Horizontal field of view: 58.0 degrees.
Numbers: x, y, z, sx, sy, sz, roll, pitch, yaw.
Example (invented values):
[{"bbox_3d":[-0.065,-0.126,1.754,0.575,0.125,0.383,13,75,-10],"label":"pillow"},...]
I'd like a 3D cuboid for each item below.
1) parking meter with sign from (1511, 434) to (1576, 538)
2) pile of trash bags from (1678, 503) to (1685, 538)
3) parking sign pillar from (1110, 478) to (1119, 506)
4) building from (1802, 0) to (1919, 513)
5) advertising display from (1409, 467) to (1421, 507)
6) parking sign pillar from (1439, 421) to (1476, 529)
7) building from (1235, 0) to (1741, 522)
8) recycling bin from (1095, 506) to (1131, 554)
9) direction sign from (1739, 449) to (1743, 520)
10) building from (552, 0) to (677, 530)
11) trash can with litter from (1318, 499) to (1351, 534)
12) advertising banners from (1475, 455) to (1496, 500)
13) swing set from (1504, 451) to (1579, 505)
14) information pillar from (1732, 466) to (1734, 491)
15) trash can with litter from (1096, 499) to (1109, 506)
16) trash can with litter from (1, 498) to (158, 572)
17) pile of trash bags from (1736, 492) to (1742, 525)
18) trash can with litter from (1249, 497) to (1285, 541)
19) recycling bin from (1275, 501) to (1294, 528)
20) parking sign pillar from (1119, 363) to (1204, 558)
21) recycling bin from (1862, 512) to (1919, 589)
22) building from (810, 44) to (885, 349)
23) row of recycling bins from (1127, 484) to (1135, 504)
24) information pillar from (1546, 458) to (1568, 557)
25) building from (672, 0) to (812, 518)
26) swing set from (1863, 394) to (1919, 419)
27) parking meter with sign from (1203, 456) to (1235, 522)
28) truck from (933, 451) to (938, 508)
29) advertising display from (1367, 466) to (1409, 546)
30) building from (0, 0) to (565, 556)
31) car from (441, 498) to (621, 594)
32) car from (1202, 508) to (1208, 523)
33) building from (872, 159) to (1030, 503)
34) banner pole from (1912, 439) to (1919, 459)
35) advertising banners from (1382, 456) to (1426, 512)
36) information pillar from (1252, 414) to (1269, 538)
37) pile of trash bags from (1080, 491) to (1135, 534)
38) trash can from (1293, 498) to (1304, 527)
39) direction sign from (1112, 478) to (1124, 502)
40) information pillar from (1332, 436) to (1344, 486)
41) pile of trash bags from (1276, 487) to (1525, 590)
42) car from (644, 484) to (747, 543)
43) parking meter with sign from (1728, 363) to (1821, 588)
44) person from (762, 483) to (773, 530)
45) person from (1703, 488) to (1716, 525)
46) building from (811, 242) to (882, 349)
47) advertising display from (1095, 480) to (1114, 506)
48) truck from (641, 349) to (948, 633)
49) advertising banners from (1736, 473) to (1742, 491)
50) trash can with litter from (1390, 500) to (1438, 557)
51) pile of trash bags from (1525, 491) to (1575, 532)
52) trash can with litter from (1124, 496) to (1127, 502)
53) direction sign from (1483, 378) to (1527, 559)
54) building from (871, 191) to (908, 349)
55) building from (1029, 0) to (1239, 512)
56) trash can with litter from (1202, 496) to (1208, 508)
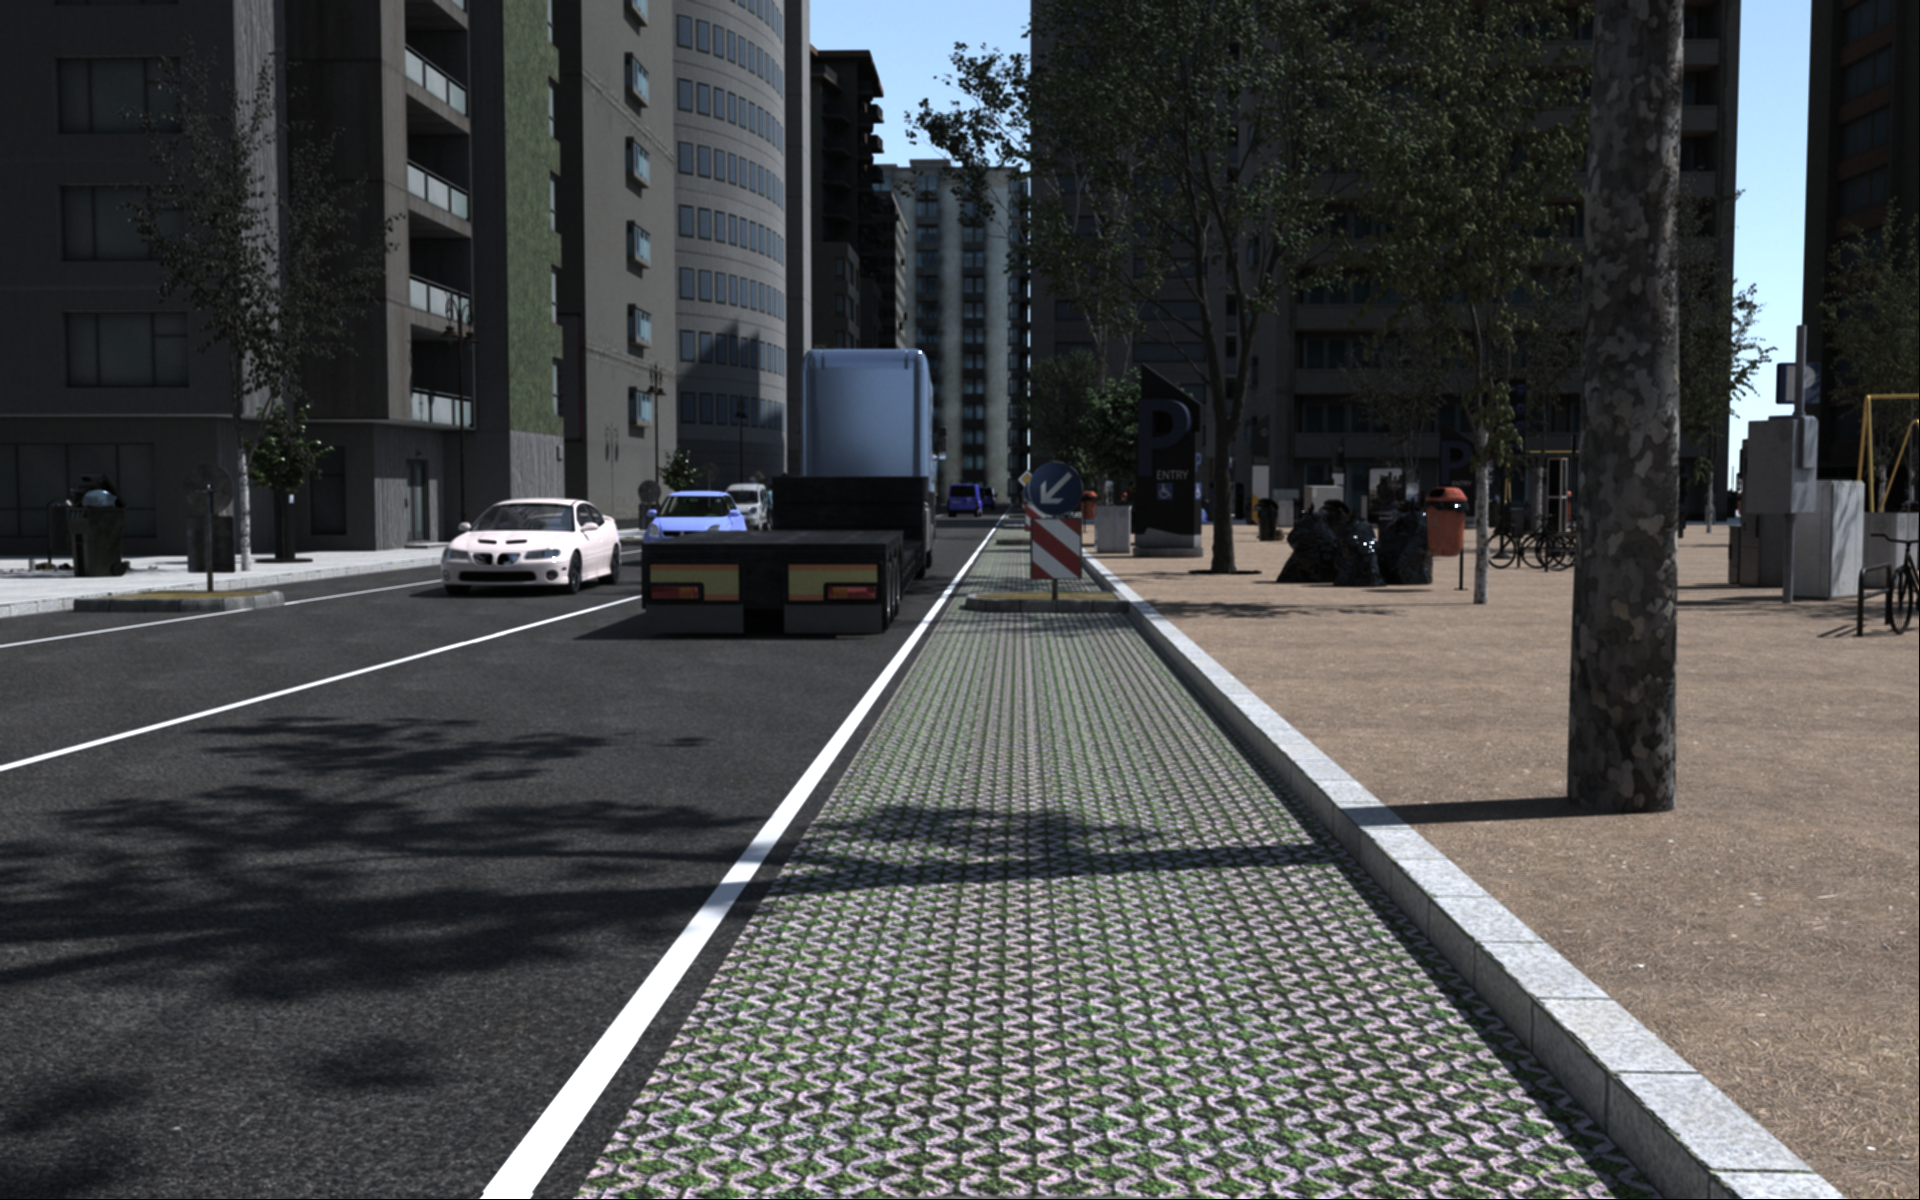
[{"bbox_3d":[17.056,-3.329,50.684,1.738,3.016,0.543,1,4,16],"label":"parking meter with sign"},{"bbox_3d":[20.119,-2.493,50.507,1.912,1.369,3.447,1,4,19],"label":"pile of trash bags"},{"bbox_3d":[9.856,-7.655,113.635,1.447,3.967,1.447,-1,4,-16],"label":"parking sign pillar"},{"bbox_3d":[58.859,-26.565,88.958,28.867,44.769,22.147,0,4,2],"label":"building"},{"bbox_3d":[10.480,-2.208,41.314,0.974,1.923,0.123,0,4,-2],"label":"advertising display"},{"bbox_3d":[18.258,-4.593,63.572,1.447,3.967,1.447,1,4,18],"label":"parking sign pillar"},{"bbox_3d":[25.657,-28.539,90.321,21.600,48.544,21.300,0,4,2],"label":"building"},{"bbox_3d":[3.319,-1.538,37.692,0.722,1.027,0.722,0,4,-1],"label":"recycling bin"},{"bbox_3d":[39.544,-5.827,87.271,0.876,3.537,0.379,-2,4,-30],"label":"direction sign"},{"bbox_3d":[-22.667,-26.723,60.622,21.600,48.544,21.300,0,4,2],"label":"building"},{"bbox_3d":[8.202,-1.595,37.458,0.624,1.170,1.055,3,4,38],"label":"trash can with litter"},{"bbox_3d":[23.182,-5.029,78.413,2.074,3.025,0.090,1,4,23],"label":"advertising banners"},{"bbox_3d":[21.287,-4.002,63.046,3.119,2.851,2.862,1,4,13],"label":"swing set"},{"bbox_3d":[63.766,-9.273,142.972,0.183,3.616,0.504,1,4,22],"label":"information pillar"},{"bbox_3d":[5.605,-3.514,68.845,0.624,1.170,1.055,0,4,3],"label":"trash can with litter"},{"bbox_3d":[-14.823,-1.116,29.305,2.233,1.210,1.678,0,4,-1],"label":"trash can with litter"},{"bbox_3d":[31.411,-3.462,66.349,1.912,1.369,3.447,-3,4,-37],"label":"pile of trash bags"},{"bbox_3d":[8.474,-2.204,47.423,0.624,1.170,1.055,2,4,32],"label":"trash can with litter"},{"bbox_3d":[12.521,-3.314,66.746,0.722,1.027,0.722,0,4,-5],"label":"recycling bin"},{"bbox_3d":[4.260,-2.867,35.351,1.447,3.967,1.447,2,4,29],"label":"parking sign pillar"},{"bbox_3d":[12.615,-0.685,23.751,0.722,1.027,0.722,-3,4,-37],"label":"recycling bin"},{"bbox_3d":[-18.981,-31.480,169.319,22.147,44.769,28.867,0,4,2],"label":"building"},{"bbox_3d":[6.946,-3.263,60.460,1.069,1.692,3.534,-2,4,-24],"label":"row of recycling bins"},{"bbox_3d":[12.164,-1.885,35.304,0.304,2.012,0.304,3,5,42],"label":"information pillar"},{"bbox_3d":[-20.209,-33.704,93.055,21.231,58.520,28.212,0,4,2],"label":"building"},{"bbox_3d":[15.752,-1.789,26.875,3.119,2.851,2.862,1,4,21],"label":"swing set"},{"bbox_3d":[11.947,-5.163,80.680,0.543,3.016,1.738,-2,4,-27],"label":"parking meter with sign"},{"bbox_3d":[-3.018,-7.508,111.666,2.839,4.237,11.283,0,4,3],"label":"truck"},{"bbox_3d":[9.989,-2.163,40.580,0.123,1.923,0.974,-3,5,-43],"label":"advertising display"},{"bbox_3d":[-18.320,-21.844,40.737,14.154,41.232,14.086,0,4,2],"label":"building"},{"bbox_3d":[-6.399,-0.849,26.250,2.083,1.381,4.827,0,4,0],"label":"car"},{"bbox_3d":[8.965,-4.041,75.656,3.694,1.707,1.945,0,4,3],"label":"car"},{"bbox_3d":[-4.278,-38.570,250.220,30.456,49.044,23.786,0,4,2],"label":"building"},{"bbox_3d":[43.450,-5.433,78.846,0.401,3.779,0.863,1,4,9],"label":"banner pole"},{"bbox_3d":[20.502,-5.127,80.007,2.074,3.025,0.090,2,4,32],"label":"advertising banners"},{"bbox_3d":[8.741,-3.605,50.300,0.504,3.616,0.183,0,4,-3],"label":"information pillar"},{"bbox_3d":[5.430,-2.873,56.729,3.447,1.369,1.912,2,4,33],"label":"pile of trash bags"},{"bbox_3d":[11.118,-2.719,56.108,0.748,1.137,0.748,0,3,0],"label":"trash can"},{"bbox_3d":[10.072,-7.264,110.764,0.876,3.537,0.379,3,4,36],"label":"direction sign"},{"bbox_3d":[15.163,-4.776,69.436,0.504,3.616,0.183,0,4,-6],"label":"information pillar"},{"bbox_3d":[5.986,-0.895,24.387,1.912,1.369,3.447,-1,4,-21],"label":"pile of trash bags"},{"bbox_3d":[-5.477,-1.619,36.055,1.945,1.707,3.694,0,4,1],"label":"car"},{"bbox_3d":[11.141,-1.689,23.881,0.543,3.016,1.738,0,4,1],"label":"parking meter with sign"},{"bbox_3d":[-6.915,-3.375,63.707,0.660,1.820,0.620,-3,5,-44],"label":"person"},{"bbox_3d":[32.347,-4.015,74.698,0.519,1.759,0.362,1,4,10],"label":"person"},{"bbox_3d":[-20.979,-17.662,133.808,27.650,21.520,28.899,0,4,2],"label":"building"},{"bbox_3d":[6.634,-4.535,79.369,0.974,1.923,0.123,-2,4,-29],"label":"advertising display"},{"bbox_3d":[-1.831,-2.239,26.370,2.967,4.110,18.799,0,4,1],"label":"truck"},{"bbox_3d":[63.871,-9.026,143.768,2.074,3.025,0.090,1,4,15],"label":"advertising banners"},{"bbox_3d":[9.413,-1.477,35.537,1.055,1.170,0.624,-1,4,-21],"label":"trash can with litter"},{"bbox_3d":[18.736,-2.818,55.820,1.912,1.369,3.447,-1,4,-13],"label":"pile of trash bags"},{"bbox_3d":[10.329,-5.638,103.570,1.055,1.170,0.624,-3,4,-37],"label":"trash can with litter"},{"bbox_3d":[10.748,-2.585,34.262,0.876,3.537,0.379,3,5,41],"label":"direction sign"},{"bbox_3d":[-18.719,-31.912,213.638,23.993,40.220,32.217,0,4,2],"label":"building"},{"bbox_3d":[16.083,-36.430,137.624,21.231,58.520,28.212,0,4,2],"label":"building"},{"bbox_3d":[14.342,-5.668,104.059,1.055,1.170,0.624,-2,4,-25],"label":"trash can with litter"}]
